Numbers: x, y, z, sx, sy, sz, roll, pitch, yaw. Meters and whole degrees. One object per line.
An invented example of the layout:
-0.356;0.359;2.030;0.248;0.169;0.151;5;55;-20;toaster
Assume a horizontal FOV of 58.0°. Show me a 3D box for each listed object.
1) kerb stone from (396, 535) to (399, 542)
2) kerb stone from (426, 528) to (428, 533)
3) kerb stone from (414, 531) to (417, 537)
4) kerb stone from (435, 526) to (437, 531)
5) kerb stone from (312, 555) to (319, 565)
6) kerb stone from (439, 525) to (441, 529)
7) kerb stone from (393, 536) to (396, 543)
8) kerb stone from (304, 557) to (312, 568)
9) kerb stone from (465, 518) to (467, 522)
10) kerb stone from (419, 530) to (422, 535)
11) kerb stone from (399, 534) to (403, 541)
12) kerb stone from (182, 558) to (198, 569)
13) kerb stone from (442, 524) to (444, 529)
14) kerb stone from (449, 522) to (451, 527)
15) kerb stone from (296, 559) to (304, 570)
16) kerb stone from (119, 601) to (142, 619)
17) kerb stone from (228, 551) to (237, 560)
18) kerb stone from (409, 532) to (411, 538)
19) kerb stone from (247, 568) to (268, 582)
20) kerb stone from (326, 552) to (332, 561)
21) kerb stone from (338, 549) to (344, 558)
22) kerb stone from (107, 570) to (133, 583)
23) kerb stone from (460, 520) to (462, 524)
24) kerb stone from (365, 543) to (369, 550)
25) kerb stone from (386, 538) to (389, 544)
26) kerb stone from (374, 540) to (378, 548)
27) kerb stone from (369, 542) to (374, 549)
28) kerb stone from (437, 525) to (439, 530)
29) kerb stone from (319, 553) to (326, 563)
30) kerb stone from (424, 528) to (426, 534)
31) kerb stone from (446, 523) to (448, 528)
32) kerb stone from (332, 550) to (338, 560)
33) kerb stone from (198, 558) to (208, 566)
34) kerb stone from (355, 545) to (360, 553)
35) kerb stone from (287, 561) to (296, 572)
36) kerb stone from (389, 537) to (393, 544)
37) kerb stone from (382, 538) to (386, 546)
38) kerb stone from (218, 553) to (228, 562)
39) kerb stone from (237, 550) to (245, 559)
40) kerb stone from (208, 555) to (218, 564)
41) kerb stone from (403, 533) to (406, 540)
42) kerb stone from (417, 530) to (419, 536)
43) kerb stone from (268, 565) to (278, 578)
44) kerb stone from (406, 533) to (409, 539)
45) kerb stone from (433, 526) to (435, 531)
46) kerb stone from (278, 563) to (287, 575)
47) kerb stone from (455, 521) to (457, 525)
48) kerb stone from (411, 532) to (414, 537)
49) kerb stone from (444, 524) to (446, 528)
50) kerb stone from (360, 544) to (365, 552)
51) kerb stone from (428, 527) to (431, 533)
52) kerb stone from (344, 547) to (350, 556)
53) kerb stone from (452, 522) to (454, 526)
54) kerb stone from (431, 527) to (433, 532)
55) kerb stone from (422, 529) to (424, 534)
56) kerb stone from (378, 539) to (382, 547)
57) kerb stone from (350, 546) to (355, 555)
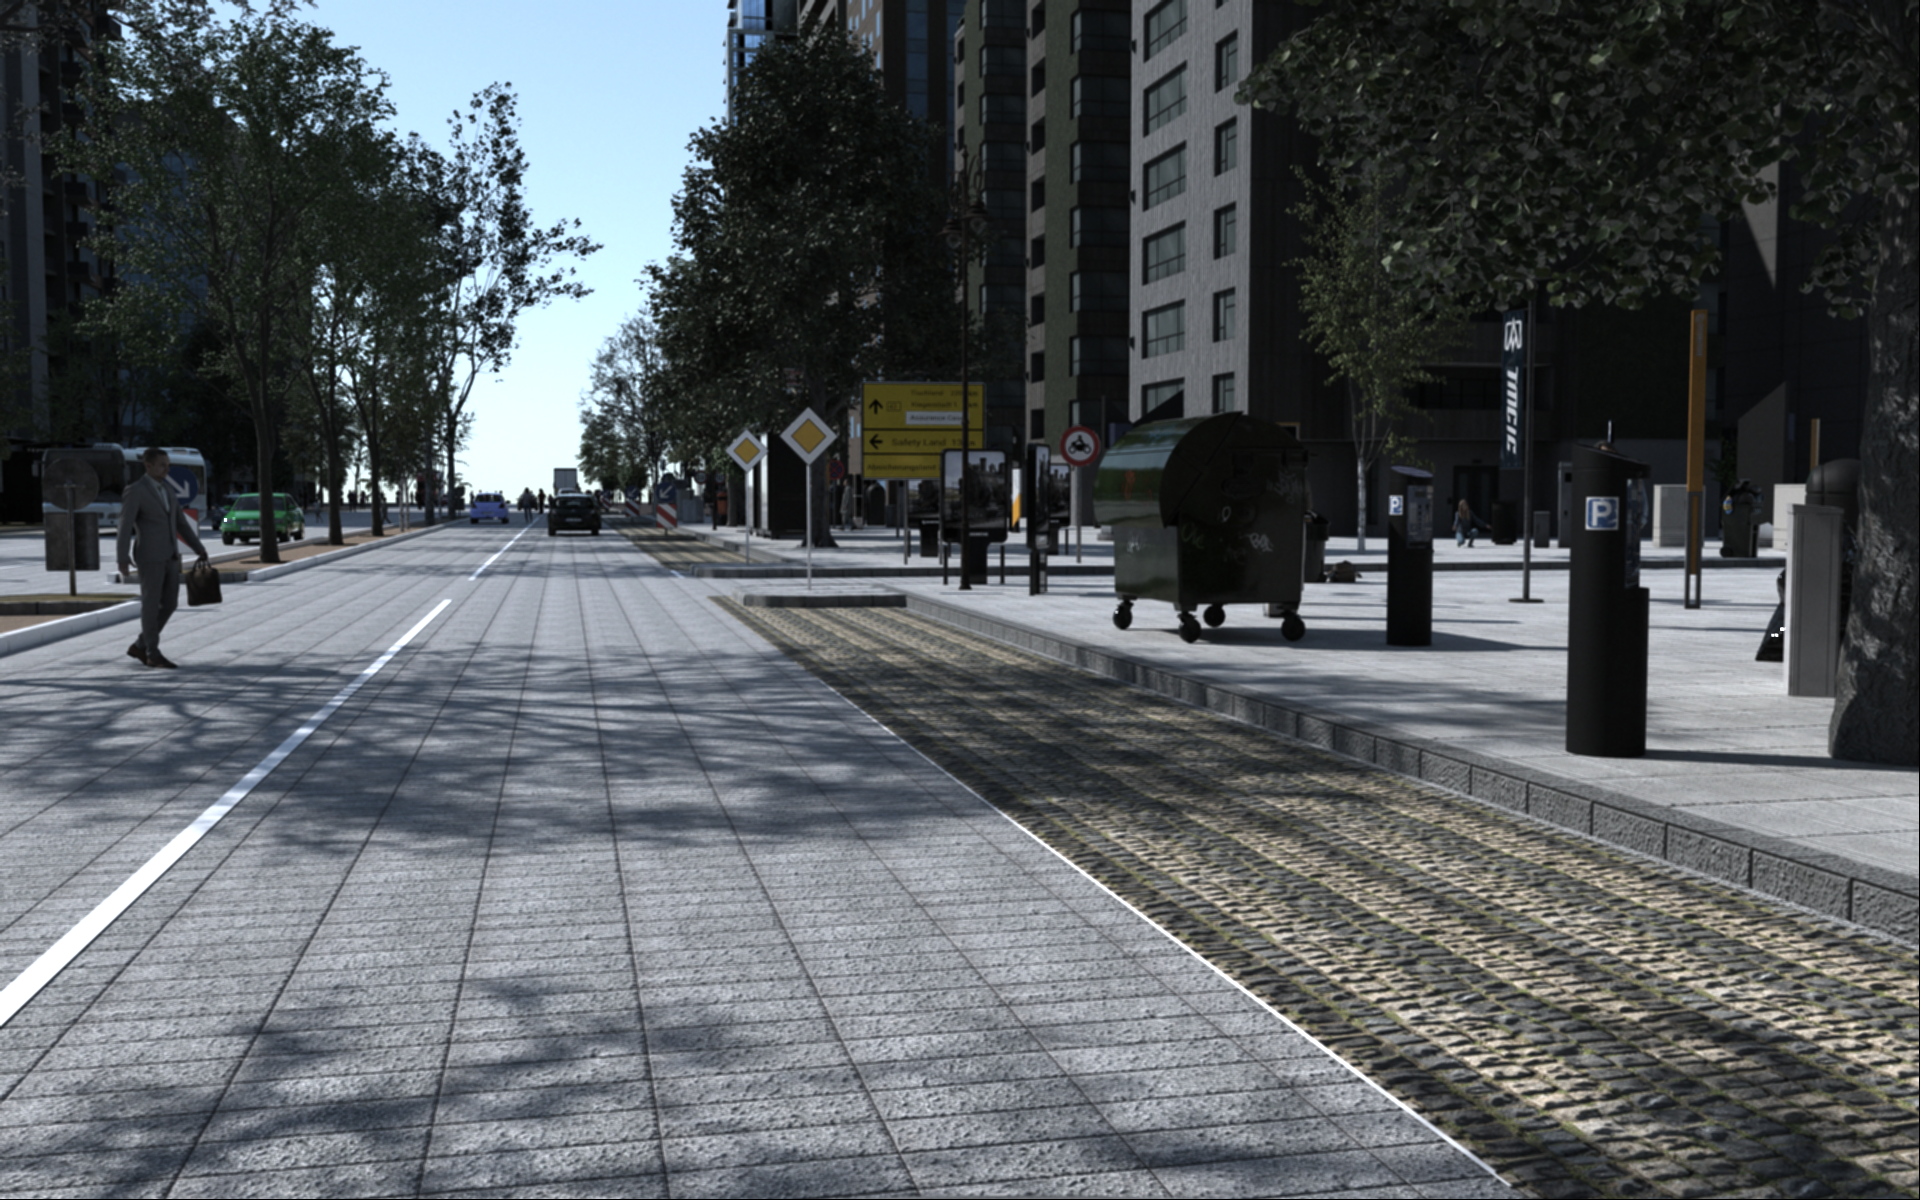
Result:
-16.950;-1.809;51.781;0.120;0.150;1.000;-1;4;-13;kerb stone
-19.465;-2.479;62.785;0.120;0.150;1.000;-1;4;-13;kerb stone
-18.320;-2.175;57.796;0.120;0.150;1.000;-1;4;-13;kerb stone
-20.363;-2.725;66.785;0.120;0.150;1.000;-1;4;-13;kerb stone
-13.069;-0.770;34.785;0.120;0.150;1.000;-1;4;-13;kerb stone
-20.824;-2.849;68.777;0.120;0.150;1.000;-1;4;-13;kerb stone
-16.710;-1.748;50.778;0.120;0.150;1.000;-1;4;-13;kerb stone
-12.836;-0.706;33.784;0.120;0.150;1.000;-1;4;-13;kerb stone
-24.937;-3.949;86.754;0.120;0.150;1.000;-1;4;-13;kerb stone
-18.775;-2.297;59.797;0.120;0.150;1.000;-1;4;-13;kerb stone
-17.173;-1.871;52.779;0.120;0.150;1.000;-1;4;-13;kerb stone
-14.879;-0.677;33.306;0.120;0.150;1.000;-1;4;-13;kerb stone
-21.278;-2.971;70.773;0.120;0.150;1.000;-1;4;-13;kerb stone
-22.196;-3.216;74.770;0.120;0.150;1.000;-1;4;-13;kerb stone
-12.607;-0.647;32.783;0.120;0.150;1.000;-1;4;-13;kerb stone
-9.742;0.118;20.259;0.120;0.150;1.000;-1;4;-13;kerb stone
-15.795;-0.924;37.309;0.120;0.150;1.000;-1;4;-13;kerb stone
-17.863;-2.052;55.784;0.120;0.150;1.000;-1;4;-13;kerb stone
-11.699;-0.397;28.798;0.120;0.150;1.000;-1;4;-13;kerb stone
-13.524;-0.892;36.780;0.120;0.150;1.000;-1;4;-13;kerb stone
-13.971;-1.015;38.785;0.120;0.150;1.000;-1;4;-13;kerb stone
-13.747;-0.374;28.312;0.120;0.150;1.000;-1;4;-13;kerb stone
-24.024;-3.704;82.756;0.120;0.150;1.000;-1;4;-13;kerb stone
-15.118;-1.321;43.791;0.120;0.150;1.000;-1;4;-13;kerb stone
-16.265;-1.626;48.783;0.120;0.150;1.000;-1;4;-13;kerb stone
-15.575;-1.443;45.792;0.120;0.150;1.000;-1;4;-13;kerb stone
-15.353;-1.382;44.795;0.120;0.150;1.000;-1;4;-13;kerb stone
-20.595;-2.784;67.781;0.120;0.150;1.000;-1;4;-13;kerb stone
-13.292;-0.831;35.785;0.120;0.150;1.000;-1;4;-13;kerb stone
-19.228;-2.417;61.791;0.120;0.150;1.000;-1;4;-13;kerb stone
-21.733;-3.093;72.772;0.120;0.150;1.000;-1;4;-13;kerb stone
-13.749;-0.954;37.787;0.120;0.150;1.000;-1;4;-13;kerb stone
-15.115;-0.741;34.312;0.120;0.150;1.000;-1;4;-13;kerb stone
-14.670;-1.197;41.787;0.120;0.150;1.000;-1;4;-13;kerb stone
-12.383;-0.576;31.787;0.120;0.150;1.000;-1;4;-13;kerb stone
-16.483;-1.687;49.782;0.120;0.150;1.000;-1;4;-13;kerb stone
-16.034;-1.564;47.787;0.120;0.150;1.000;-1;4;-13;kerb stone
-15.568;-0.863;36.306;0.120;0.150;1.000;-1;4;-13;kerb stone
-16.018;-0.985;38.307;0.120;0.150;1.000;-1;4;-13;kerb stone
-15.336;-0.802;35.310;0.120;0.150;1.000;-1;4;-13;kerb stone
-17.401;-1.932;53.785;0.120;0.150;1.000;-1;4;-13;kerb stone
-18.553;-2.239;58.796;0.120;0.150;1.000;-1;4;-13;kerb stone
-11.921;-0.465;29.795;0.120;0.150;1.000;-1;4;-13;kerb stone
-17.628;-1.993;54.788;0.120;0.150;1.000;-1;4;-13;kerb stone
-20.136;-2.665;65.783;0.120;0.150;1.000;-1;4;-13;kerb stone
-12.157;-0.523;30.790;0.120;0.150;1.000;-1;4;-13;kerb stone
-23.105;-3.460;78.764;0.120;0.150;1.000;-1;4;-13;kerb stone
-18.092;-2.116;56.794;0.120;0.150;1.000;-1;4;-13;kerb stone
-21.513;-3.032;71.767;0.120;0.150;1.000;-1;4;-13;kerb stone
-14.896;-1.253;42.794;0.120;0.150;1.000;-1;4;-13;kerb stone
-19.687;-2.544;63.782;0.120;0.150;1.000;-1;4;-13;kerb stone
-14.200;-1.076;39.781;0.120;0.150;1.000;-1;4;-13;kerb stone
-22.653;-3.338;76.765;0.120;0.150;1.000;-1;4;-13;kerb stone
-19.915;-2.605;64.785;0.120;0.150;1.000;-1;4;-13;kerb stone
-19.006;-2.360;60.793;0.120;0.150;1.000;-1;4;-13;kerb stone
-15.809;-1.498;46.791;0.120;0.150;1.000;-1;4;-13;kerb stone
-14.438;-1.136;40.785;0.120;0.150;1.000;-1;4;-13;kerb stone
